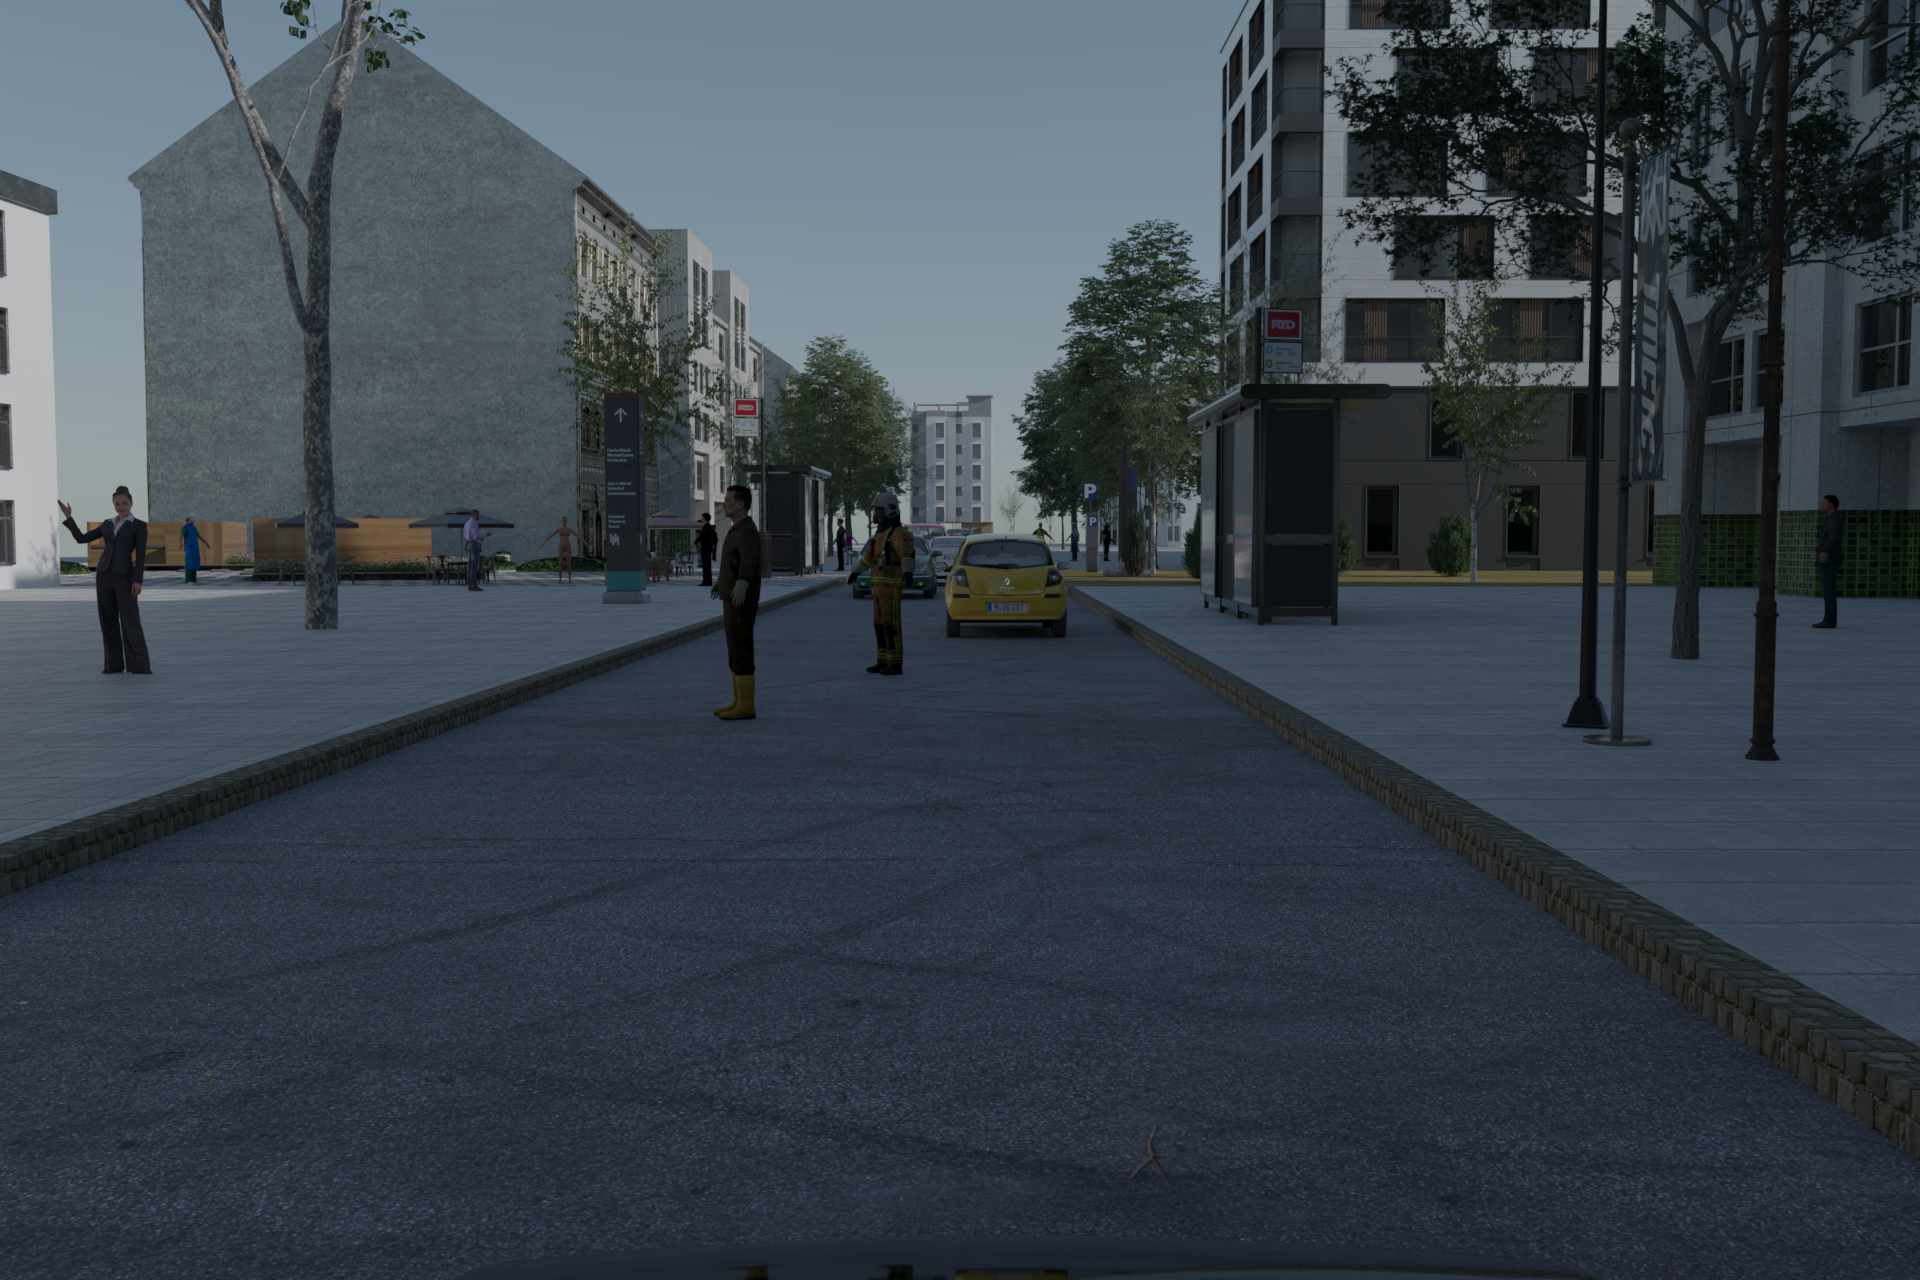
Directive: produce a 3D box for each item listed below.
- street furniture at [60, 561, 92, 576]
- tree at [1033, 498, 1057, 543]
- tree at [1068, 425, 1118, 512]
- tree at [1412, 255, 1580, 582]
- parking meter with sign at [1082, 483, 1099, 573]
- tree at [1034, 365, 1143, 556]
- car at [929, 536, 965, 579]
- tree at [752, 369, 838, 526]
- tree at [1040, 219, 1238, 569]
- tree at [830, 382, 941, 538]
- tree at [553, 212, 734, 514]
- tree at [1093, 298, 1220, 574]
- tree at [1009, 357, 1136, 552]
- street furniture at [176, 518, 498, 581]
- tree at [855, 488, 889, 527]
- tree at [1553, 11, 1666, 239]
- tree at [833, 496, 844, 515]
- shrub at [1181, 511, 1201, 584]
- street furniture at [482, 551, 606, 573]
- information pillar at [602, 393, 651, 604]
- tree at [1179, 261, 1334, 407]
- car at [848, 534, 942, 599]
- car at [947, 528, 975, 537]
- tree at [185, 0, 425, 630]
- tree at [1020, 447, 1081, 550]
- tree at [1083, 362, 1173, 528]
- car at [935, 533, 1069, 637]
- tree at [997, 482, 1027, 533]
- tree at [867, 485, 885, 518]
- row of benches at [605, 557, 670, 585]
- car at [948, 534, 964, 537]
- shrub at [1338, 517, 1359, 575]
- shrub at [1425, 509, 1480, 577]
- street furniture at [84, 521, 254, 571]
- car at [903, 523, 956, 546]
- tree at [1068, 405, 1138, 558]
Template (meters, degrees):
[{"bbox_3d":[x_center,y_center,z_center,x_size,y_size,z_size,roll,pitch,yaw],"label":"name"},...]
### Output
[{"bbox_3d":[-30.405,-2.118,50.263,10.072,0.657,5.734,-3,5,-40],"label":"street furniture"},{"bbox_3d":[12.566,-17.482,236.195,4.360,8.622,3.978,0,3,0],"label":"tree"},{"bbox_3d":[8.576,-9.777,110.217,4.737,8.622,4.395,0,3,0],"label":"tree"},{"bbox_3d":[13.679,-5.818,45.484,4.737,8.622,4.395,0,3,0],"label":"tree"},{"bbox_3d":[4.435,-3.802,58.421,0.543,3.016,1.738,0,4,0],"label":"parking meter with sign"},{"bbox_3d":[7.934,-10.743,101.411,9.928,11.665,9.643,0,3,0],"label":"tree"},{"bbox_3d":[-0.145,-2.264,49.373,2.083,1.381,4.827,0,4,1],"label":"car"},{"bbox_3d":[-7.428,-7.761,77.258,4.737,8.622,4.395,0,3,0],"label":"tree"},{"bbox_3d":[6.683,-8.876,63.246,7.486,12.596,7.792,0,3,0],"label":"tree"},{"bbox_3d":[-6.960,-13.572,132.272,12.009,13.543,11.850,0,3,0],"label":"tree"},{"bbox_3d":[-7.708,-5.532,40.809,4.737,8.622,4.395,0,3,0],"label":"tree"},{"bbox_3d":[5.922,-6.397,54.960,4.360,8.622,3.978,0,3,0],"label":"tree"},{"bbox_3d":[8.186,-13.262,123.481,9.857,13.997,8.962,0,3,0],"label":"tree"},{"bbox_3d":[-16.690,-2.636,49.949,11.010,1.723,9.812,-1,4,-21],"label":"street furniture"},{"bbox_3d":[-7.506,-12.078,147.844,4.360,8.622,3.978,0,3,0],"label":"tree"},{"bbox_3d":[23.445,-11.854,49.697,12.611,20.169,13.585,0,3,0],"label":"tree"},{"bbox_3d":[-19.543,-20.112,239.200,12.009,13.543,11.850,0,3,0],"label":"tree"},{"bbox_3d":[6.509,-2.482,44.624,1.661,2.075,1.752,0,3,0],"label":"shrub"},{"bbox_3d":[-14.943,-2.820,61.735,5.734,0.657,10.072,0,4,-4],"label":"street furniture"},{"bbox_3d":[-6.199,-2.613,32.104,0.750,3.857,0.750,0,3,0],"label":"information pillar"},{"bbox_3d":[7.648,-5.955,47.725,4.360,8.622,3.978,0,3,0],"label":"tree"},{"bbox_3d":[-1.464,-1.718,39.889,2.131,1.459,4.920,0,4,0],"label":"car"},{"bbox_3d":[-0.136,-6.472,114.486,2.281,1.827,5.304,0,4,0],"label":"car"},{"bbox_3d":[-9.829,-10.266,23.733,12.611,20.169,13.585,0,3,0],"label":"tree"},{"bbox_3d":[8.623,-12.708,142.185,8.767,10.594,7.601,1,4,21],"label":"tree"},{"bbox_3d":[7.768,-7.500,72.988,4.360,8.622,3.978,0,3,0],"label":"tree"},{"bbox_3d":[0.635,-0.931,25.446,2.015,1.641,3.980,0,4,0],"label":"car"},{"bbox_3d":[7.668,-17.744,240.482,4.360,8.622,3.978,0,3,0],"label":"tree"},{"bbox_3d":[-10.814,-17.679,239.416,4.360,8.622,3.978,0,3,0],"label":"tree"},{"bbox_3d":[-8.391,-1.828,45.357,1.422,0.672,4.104,0,4,5],"label":"row of benches"},{"bbox_3d":[-0.380,-5.354,97.318,2.009,1.686,4.222,0,4,1],"label":"car"},{"bbox_3d":[11.707,-3.052,54.321,1.690,2.028,1.600,0,3,0],"label":"shrub"},{"bbox_3d":[14.805,-2.915,52.081,1.690,2.028,1.600,0,3,0],"label":"shrub"},{"bbox_3d":[-27.492,-3.465,63.514,9.812,1.723,11.010,-1,4,-13],"label":"street furniture"},{"bbox_3d":[-1.275,-3.199,60.975,2.281,1.827,5.304,0,4,0],"label":"car"},{"bbox_3d":[7.770,-8.727,93.052,4.360,8.622,3.978,0,3,0],"label":"tree"}]
